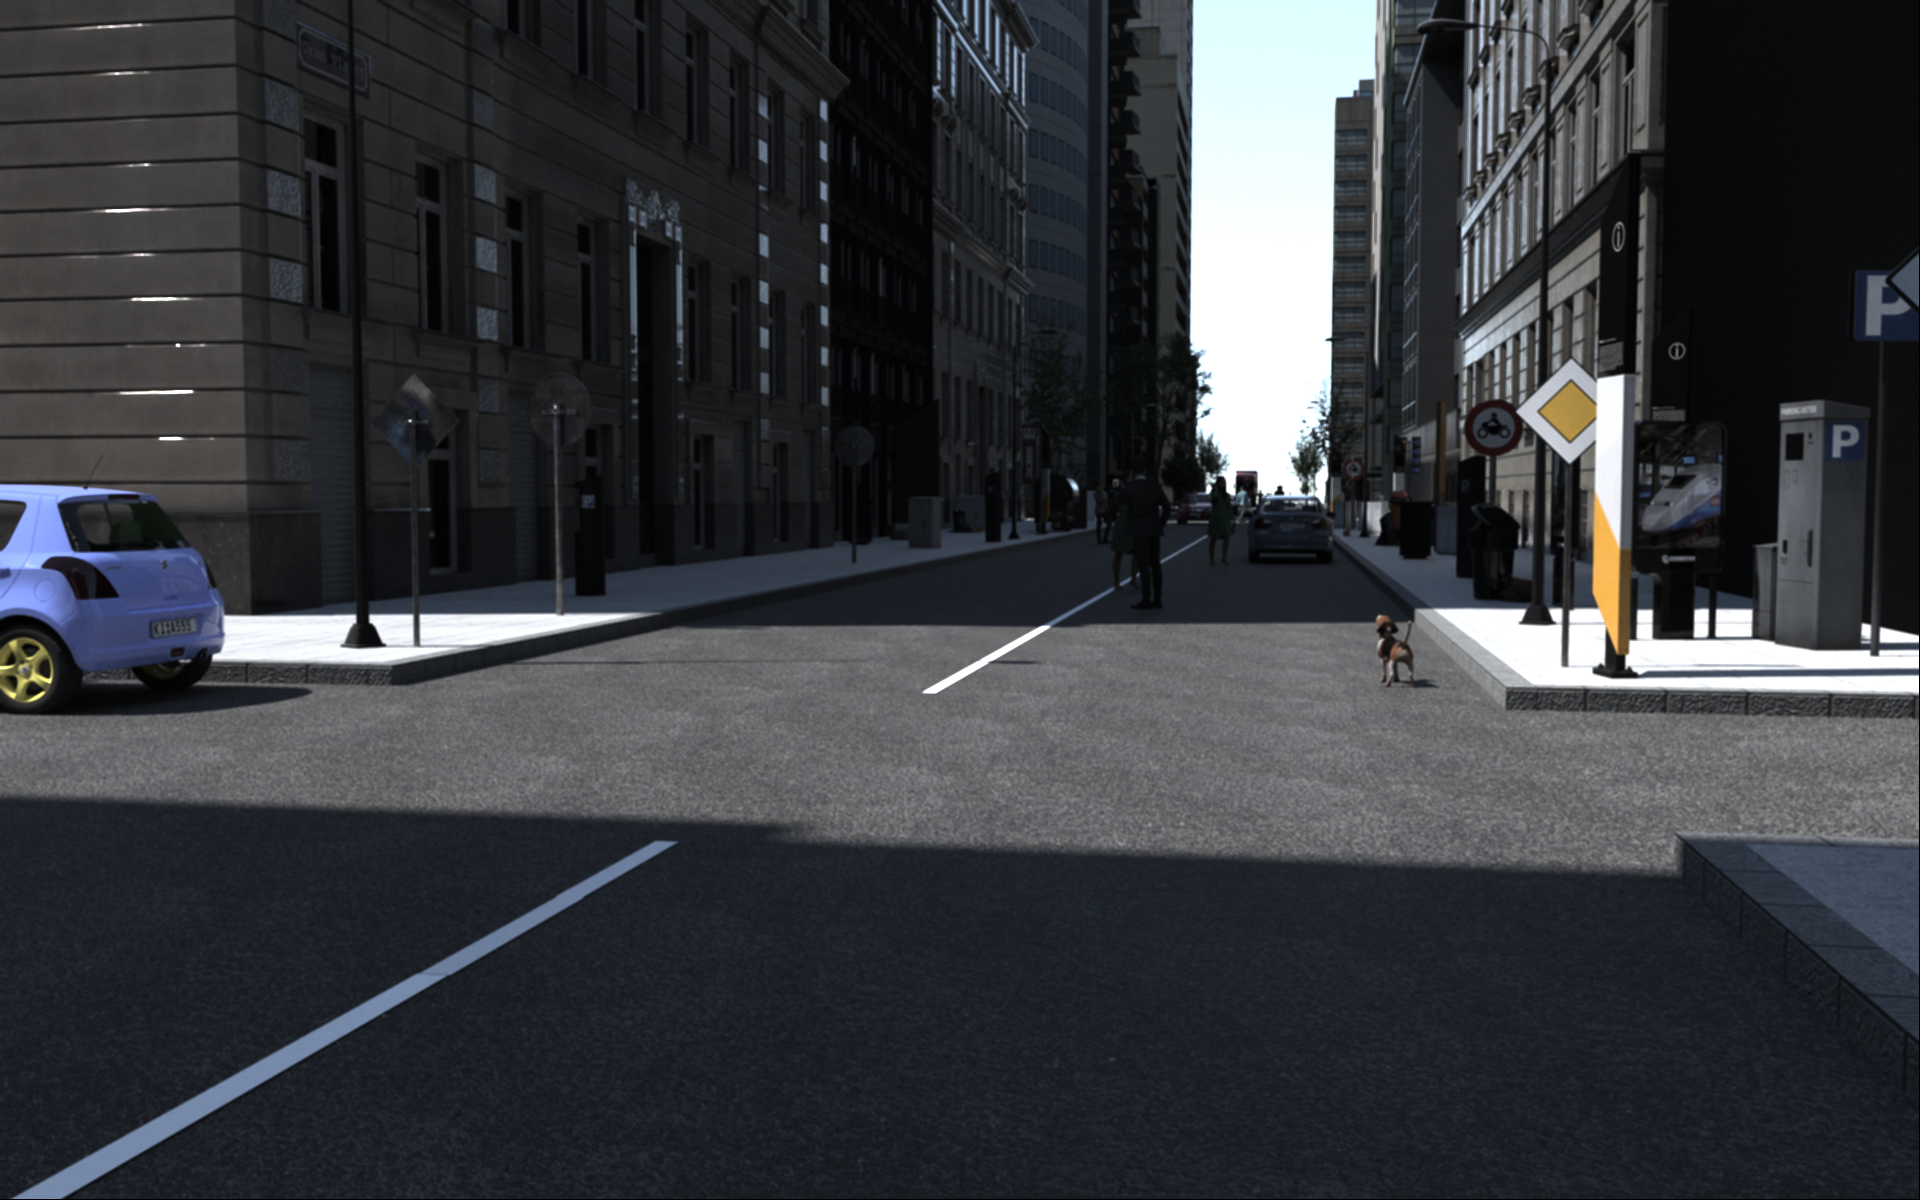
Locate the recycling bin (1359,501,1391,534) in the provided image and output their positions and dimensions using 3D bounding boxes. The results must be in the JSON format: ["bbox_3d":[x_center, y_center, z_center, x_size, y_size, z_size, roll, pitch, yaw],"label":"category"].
[{"bbox_3d":[13.528,-2.667,56.156,0.722,1.027,0.722,3,5,41],"label":"recycling bin"}]

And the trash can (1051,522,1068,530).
[{"bbox_3d":[3.533,-3.035,61.270,0.748,1.137,0.748,0,3,0],"label":"trash can"}]

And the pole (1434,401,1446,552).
[{"bbox_3d":[10.613,-2.717,38.265,0.158,3.312,0.155,0,3,0],"label":"pole"}]

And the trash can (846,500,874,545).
[{"bbox_3d":[-2.540,-1.973,43.911,0.748,1.137,0.748,0,3,0],"label":"trash can"}]

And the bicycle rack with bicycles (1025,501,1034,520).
[{"bbox_3d":[3.752,-4.502,86.991,2.852,0.926,2.925,-1,4,-12],"label":"bicycle rack with bicycles"}]

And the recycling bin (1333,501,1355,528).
[{"bbox_3d":[14.602,-3.247,65.643,0.722,1.027,0.722,2,4,29],"label":"recycling bin"}]

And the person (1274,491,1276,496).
[{"bbox_3d":[33.788,-10.802,185.823,0.721,1.736,1.217,1,4,20],"label":"person"}]

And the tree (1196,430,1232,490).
[{"bbox_3d":[29.312,-15.249,199.691,4.737,8.622,4.395,0,3,0],"label":"tree"}]

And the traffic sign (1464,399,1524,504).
[{"bbox_3d":[7.174,-1.421,23.337,0.768,2.556,0.104,1,4,17],"label":"traffic sign"}]

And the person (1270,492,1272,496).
[{"bbox_3d":[41.231,-13.555,230.648,0.617,1.759,0.750,-3,5,-40],"label":"person"}]

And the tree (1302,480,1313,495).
[{"bbox_3d":[43.265,-13.635,217.535,1.663,3.219,1.824,0,3,0],"label":"tree"}]

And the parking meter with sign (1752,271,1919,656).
[{"bbox_3d":[7.209,-1.112,14.443,0.543,3.016,1.738,0,4,-2],"label":"parking meter with sign"}]

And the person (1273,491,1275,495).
[{"bbox_3d":[43.170,-14.004,237.455,1.348,1.826,0.705,2,4,30],"label":"person"}]

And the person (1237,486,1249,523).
[{"bbox_3d":[13.981,-4.744,85.927,0.748,1.841,0.638,-3,5,-39],"label":"person"}]

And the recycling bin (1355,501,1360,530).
[{"bbox_3d":[14.525,-2.979,61.262,0.722,1.027,0.722,2,4,29],"label":"recycling bin"}]

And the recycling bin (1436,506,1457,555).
[{"bbox_3d":[10.592,-1.474,36.658,0.722,1.027,0.722,-2,4,-25],"label":"recycling bin"}]

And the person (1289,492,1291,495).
[{"bbox_3d":[36.969,-11.323,194.436,0.445,1.727,0.742,0,4,-8],"label":"person"}]

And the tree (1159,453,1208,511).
[{"bbox_3d":[19.859,-10.207,150.605,4.285,4.588,4.351,0,3,0],"label":"tree"}]

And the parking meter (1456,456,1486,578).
[{"bbox_3d":[7.841,-1.278,26.600,0.255,1.863,0.399,-2,4,-27],"label":"parking meter"}]

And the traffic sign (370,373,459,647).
[{"bbox_3d":[-4.554,-0.662,14.471,0.795,2.450,0.064,1,4,10],"label":"traffic sign"}]

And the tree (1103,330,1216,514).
[{"bbox_3d":[12.602,-11.242,109.570,9.928,11.665,9.643,0,3,0],"label":"tree"}]

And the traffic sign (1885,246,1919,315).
[{"bbox_3d":[3.029,-0.079,4.931,0.795,2.450,0.064,1,4,10],"label":"traffic sign"}]

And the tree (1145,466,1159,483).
[{"bbox_3d":[10.980,-6.706,104.243,1.663,3.219,1.824,0,3,0],"label":"tree"}]

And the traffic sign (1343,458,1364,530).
[{"bbox_3d":[14.089,-3.788,62.038,0.768,2.556,0.104,1,4,15],"label":"traffic sign"}]

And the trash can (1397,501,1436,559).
[{"bbox_3d":[9.042,-1.390,34.372,0.748,1.137,0.748,0,3,0],"label":"trash can"}]

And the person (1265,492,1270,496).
[{"bbox_3d":[36.566,-12.055,206.304,0.721,1.736,1.217,-2,4,-32],"label":"person"}]

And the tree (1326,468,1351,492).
[{"bbox_3d":[23.718,-7.013,109.271,1.663,3.219,1.824,0,3,0],"label":"tree"}]

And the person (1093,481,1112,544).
[{"bbox_3d":[4.114,-2.517,49.834,0.592,1.802,0.473,-2,4,-31],"label":"person"}]

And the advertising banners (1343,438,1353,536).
[{"bbox_3d":[12.052,-3.515,53.659,0.090,3.025,2.074,1,4,19],"label":"advertising banners"}]

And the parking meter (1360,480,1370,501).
[{"bbox_3d":[16.873,-4.067,72.207,0.399,1.863,0.255,1,4,9],"label":"parking meter"}]

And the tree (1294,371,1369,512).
[{"bbox_3d":[22.194,-9.346,103.176,4.360,8.622,3.978,0,3,0],"label":"tree"}]

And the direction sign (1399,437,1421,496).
[{"bbox_3d":[17.839,-4.700,68.847,0.876,3.537,0.379,1,4,20],"label":"direction sign"}]

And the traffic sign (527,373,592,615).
[{"bbox_3d":[-4.239,-1.111,18.279,0.768,2.556,0.104,1,4,18],"label":"traffic sign"}]

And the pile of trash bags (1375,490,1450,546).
[{"bbox_3d":[11.221,-2.034,43.013,1.912,1.369,3.447,2,4,25],"label":"pile of trash bags"}]

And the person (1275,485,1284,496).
[{"bbox_3d":[14.269,-4.212,77.341,0.573,1.828,0.580,-1,4,-22],"label":"person"}]

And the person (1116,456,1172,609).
[{"bbox_3d":[2.283,-0.844,21.663,0.648,1.900,0.474,-2,4,-29],"label":"person"}]

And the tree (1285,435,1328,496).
[{"bbox_3d":[44.361,-16.757,224.342,4.737,8.622,4.395,0,3,0],"label":"tree"}]

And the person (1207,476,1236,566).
[{"bbox_3d":[5.210,-1.587,34.696,0.600,1.795,0.529,-2,4,-27],"label":"person"}]

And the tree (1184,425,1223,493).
[{"bbox_3d":[27.012,-14.668,190.176,4.360,8.622,3.978,0,3,0],"label":"tree"}]

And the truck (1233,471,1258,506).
[{"bbox_3d":[34.511,-13.436,208.599,2.839,4.237,11.283,1,4,11],"label":"truck"}]

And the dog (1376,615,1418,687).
[{"bbox_3d":[3.262,0.383,13.024,0.406,0.507,0.540,-3,5,-43],"label":"dog"}]

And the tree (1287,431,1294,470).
[{"bbox_3d":[36.803,-14.286,183.934,4.360,8.622,3.978,0,3,0],"label":"tree"}]

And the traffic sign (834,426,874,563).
[{"bbox_3d":[-1.977,-1.967,32.272,0.768,2.556,0.104,1,4,11],"label":"traffic sign"}]

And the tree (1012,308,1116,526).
[{"bbox_3d":[3.876,-7.219,68.399,4.737,8.622,4.395,0,3,0],"label":"tree"}]

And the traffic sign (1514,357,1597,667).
[{"bbox_3d":[4.483,-0.559,12.783,0.795,2.450,0.064,1,4,10],"label":"traffic sign"}]

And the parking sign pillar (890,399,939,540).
[{"bbox_3d":[-1.264,-3.704,49.027,1.447,3.967,1.447,-1,4,-16],"label":"parking sign pillar"}]

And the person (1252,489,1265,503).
[{"bbox_3d":[24.692,-8.194,142.477,1.348,1.824,0.705,2,4,29],"label":"person"}]

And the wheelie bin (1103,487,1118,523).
[{"bbox_3d":[6.821,-4.290,78.052,0.980,1.594,0.693,0,4,-5],"label":"wheelie bin"}]

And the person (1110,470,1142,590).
[{"bbox_3d":[2.513,-1.053,25.959,0.600,1.795,0.529,-2,4,-34],"label":"person"}]

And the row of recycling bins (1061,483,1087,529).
[{"bbox_3d":[4.316,-3.559,65.310,1.069,1.692,3.534,0,4,1],"label":"row of recycling bins"}]

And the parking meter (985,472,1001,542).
[{"bbox_3d":[0.882,-2.483,46.311,0.399,1.863,0.255,3,5,40],"label":"parking meter"}]

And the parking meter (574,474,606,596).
[{"bbox_3d":[-4.687,-0.827,21.927,0.372,1.533,0.369,0,3,0],"label":"parking meter"}]
